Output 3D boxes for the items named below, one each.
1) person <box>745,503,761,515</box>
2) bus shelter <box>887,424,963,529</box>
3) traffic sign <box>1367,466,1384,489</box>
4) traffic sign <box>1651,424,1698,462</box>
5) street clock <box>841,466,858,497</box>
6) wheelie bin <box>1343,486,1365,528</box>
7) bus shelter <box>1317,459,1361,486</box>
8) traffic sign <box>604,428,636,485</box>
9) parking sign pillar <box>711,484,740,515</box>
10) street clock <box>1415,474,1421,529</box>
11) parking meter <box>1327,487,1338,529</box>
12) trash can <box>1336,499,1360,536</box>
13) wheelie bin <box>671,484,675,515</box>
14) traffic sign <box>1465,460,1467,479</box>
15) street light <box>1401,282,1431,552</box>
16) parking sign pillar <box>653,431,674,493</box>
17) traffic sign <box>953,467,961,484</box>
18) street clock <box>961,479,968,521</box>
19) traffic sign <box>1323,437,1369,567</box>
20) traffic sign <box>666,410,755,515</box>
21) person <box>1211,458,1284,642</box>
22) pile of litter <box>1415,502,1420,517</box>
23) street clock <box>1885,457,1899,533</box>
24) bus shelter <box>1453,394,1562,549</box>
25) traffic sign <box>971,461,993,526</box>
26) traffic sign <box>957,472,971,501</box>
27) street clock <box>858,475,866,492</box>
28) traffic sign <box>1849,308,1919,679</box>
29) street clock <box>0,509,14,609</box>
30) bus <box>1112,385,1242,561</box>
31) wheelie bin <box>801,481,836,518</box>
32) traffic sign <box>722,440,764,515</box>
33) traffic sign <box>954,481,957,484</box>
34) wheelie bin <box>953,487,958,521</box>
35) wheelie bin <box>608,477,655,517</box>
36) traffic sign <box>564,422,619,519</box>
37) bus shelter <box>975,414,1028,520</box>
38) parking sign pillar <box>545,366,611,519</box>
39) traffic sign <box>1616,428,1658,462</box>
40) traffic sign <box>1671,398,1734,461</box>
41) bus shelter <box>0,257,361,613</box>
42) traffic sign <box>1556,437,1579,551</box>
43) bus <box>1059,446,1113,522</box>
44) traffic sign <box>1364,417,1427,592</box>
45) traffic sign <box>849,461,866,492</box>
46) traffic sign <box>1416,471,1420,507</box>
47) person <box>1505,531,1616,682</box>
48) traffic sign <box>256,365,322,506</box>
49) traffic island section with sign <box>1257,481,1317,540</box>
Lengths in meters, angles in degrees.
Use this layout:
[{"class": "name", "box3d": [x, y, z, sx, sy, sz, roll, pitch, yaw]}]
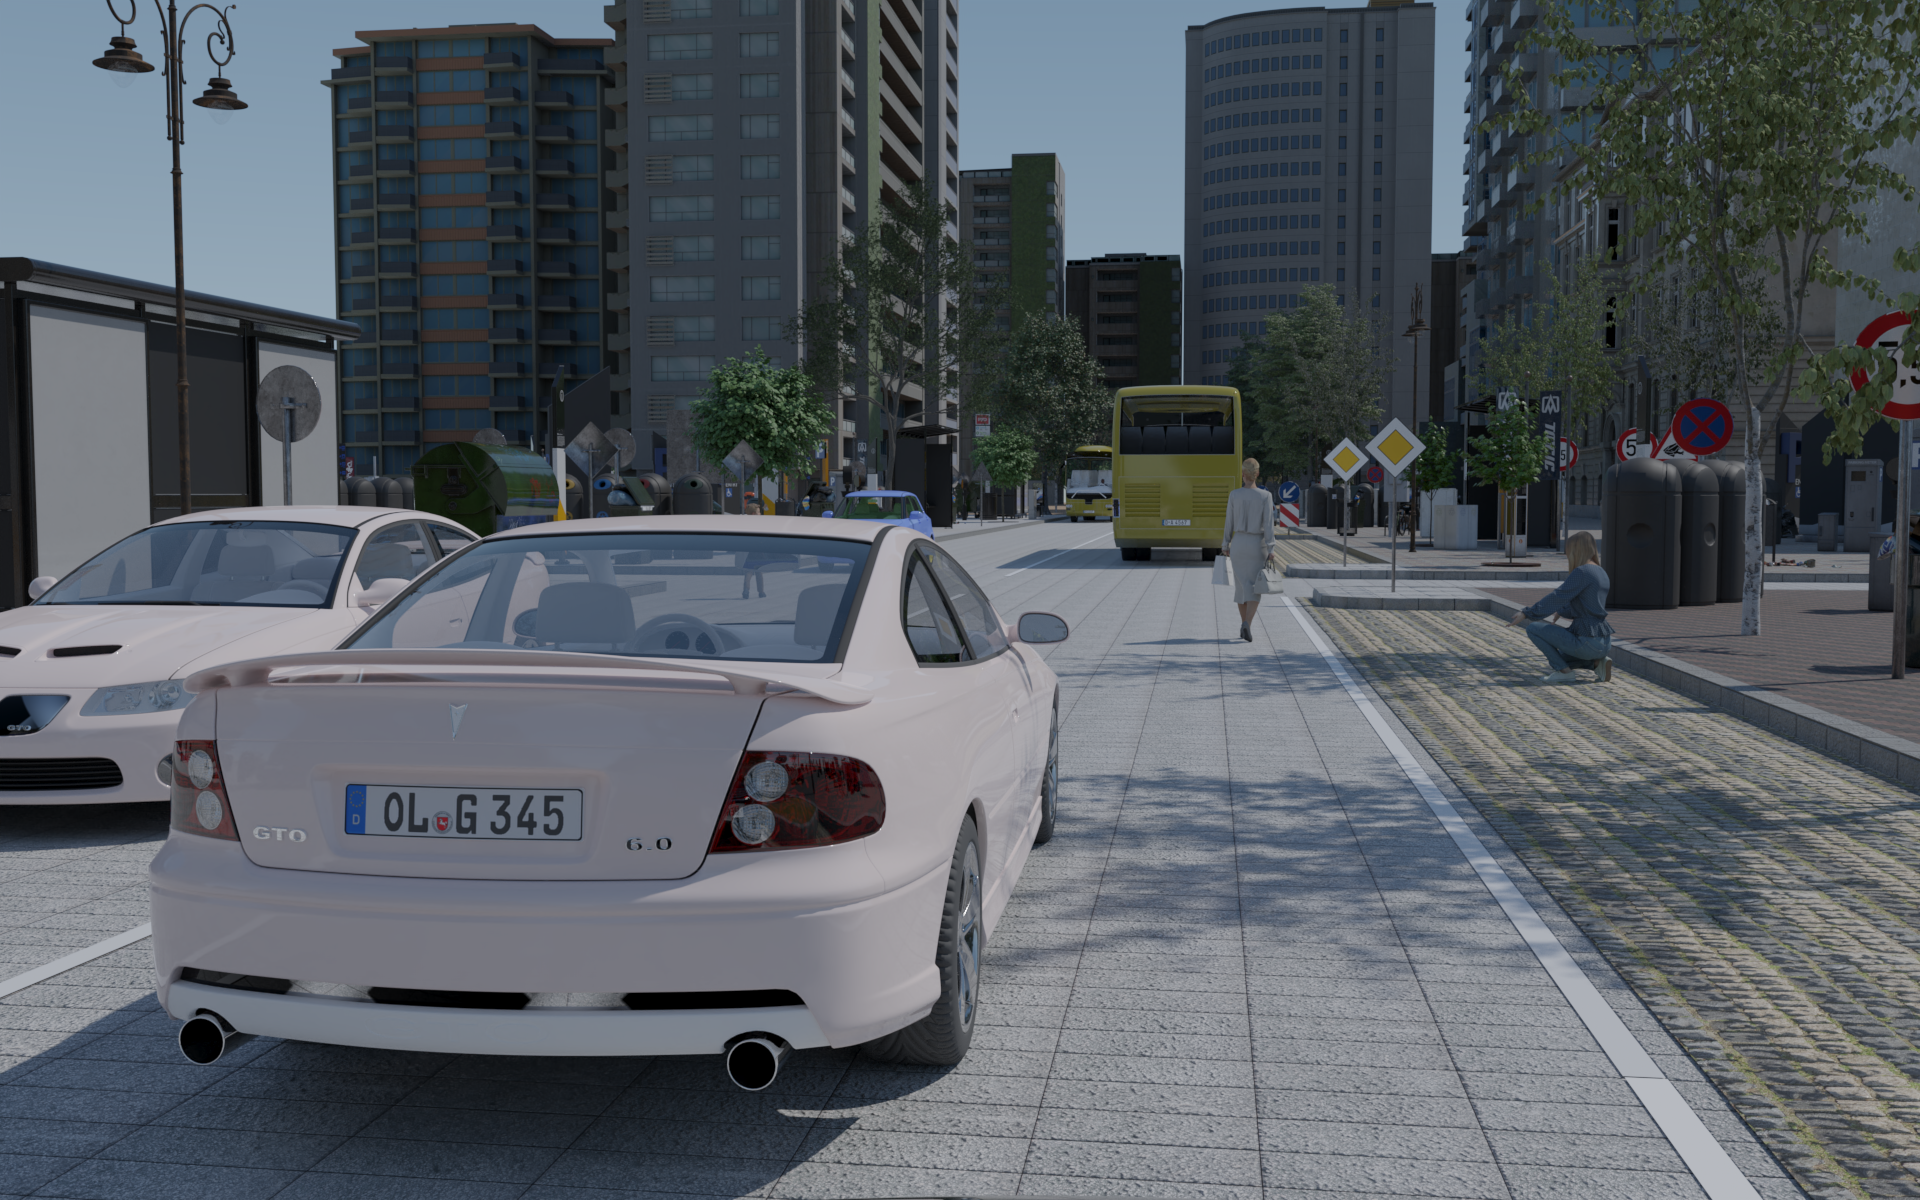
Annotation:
[{"class": "person", "box3d": [-2.854, -0.670, 23.733, 0.475, 1.303, 0.640, 1, 4, 9]}, {"class": "bus shelter", "box3d": [-1.198, -4.277, 61.217, 1.731, 3.624, 6.357, 1, 4, 8]}, {"class": "traffic sign", "box3d": [19.117, -4.873, 79.771, 0.768, 2.556, 0.104, 1, 4, 13]}, {"class": "traffic sign", "box3d": [12.185, -1.808, 29.560, 0.884, 2.594, 0.081, 1, 4, 8]}, {"class": "street clock", "box3d": [-2.880, -2.433, 44.342, 0.358, 2.002, 0.471, 0, 4, -6]}, {"class": "wheelie bin", "box3d": [14.968, -3.535, 65.709, 0.693, 1.594, 0.980, -1, 4, -21]}, {"class": "bus shelter", "box3d": [18.188, -5.443, 82.918, 2.014, 3.302, 5.546, 1, 4, 8]}, {"class": "traffic sign", "box3d": [-6.612, -2.036, 33.401, 0.768, 2.556, 0.104, 1, 4, 14]}, {"class": "parking sign pillar", "box3d": [-9.245, -4.872, 68.133, 1.447, 3.967, 1.447, 2, 4, 35]}, {"class": "street clock", "box3d": [16.503, -3.548, 62.573, 0.358, 2.002, 0.471, 1, 4, 13]}, {"class": "parking meter", "box3d": [13.578, -3.350, 63.183, 0.372, 1.533, 0.369, 0, 3, 0]}, {"class": "trash can", "box3d": [11.818, -2.519, 52.837, 0.748, 1.137, 0.748, 0, 3, 0]}, {"class": "wheelie bin", "box3d": [-8.485, -2.764, 53.105, 0.980, 1.594, 0.693, 2, 4, 25]}, {"class": "traffic sign", "box3d": [15.101, -2.978, 50.824, 0.606, 2.300, 0.079, 1, 4, 15]}, {"class": "street light", "box3d": [9.973, -3.988, 37.987, 0.468, 5.910, 1.993, 0, 4, 8]}, {"class": "parking sign pillar", "box3d": [-12.338, -5.193, 73.379, 1.447, 3.967, 1.447, -1, 4, -13]}, {"class": "traffic sign", "box3d": [-0.329, -4.167, 69.318, 0.795, 2.450, 0.064, 1, 4, 17]}, {"class": "street clock", "box3d": [0.218, -4.852, 83.907, 0.358, 2.002, 0.471, -1, 4, -14]}, {"class": "traffic sign", "box3d": [6.776, -1.640, 30.451, 0.795, 2.450, 0.064, 0, 4, 8]}, {"class": "traffic sign", "box3d": [-6.000, -2.920, 41.619, 2.265, 3.308, 0.079, 1, 4, 15]}, {"class": "person", "box3d": [2.785, -0.494, 16.924, 0.694, 1.780, 0.624, 3, 4, 38]}, {"class": "pile of litter", "box3d": [25.733, -5.148, 98.138, 1.176, 0.858, 1.719, -2, 4, -28]}, {"class": "street clock", "box3d": [18.207, -1.775, 33.592, 0.471, 2.002, 0.358, 3, 5, 45]}, {"class": "bus shelter", "box3d": [13.773, -3.213, 43.818, 1.731, 3.624, 6.357, 1, 4, 8]}, {"class": "traffic sign", "box3d": [0.857, -4.203, 68.719, 0.884, 2.594, 0.081, 1, 4, 14]}, {"class": "traffic sign", "box3d": [0.190, -5.457, 90.405, 0.795, 2.450, 0.064, 1, 4, 12]}, {"class": "street clock", "box3d": [-3.742, -3.665, 64.494, 0.358, 2.002, 0.471, -3, 5, -41]}, {"class": "traffic sign", "box3d": [6.520, -0.725, 11.960, 0.768, 2.556, 0.104, 1, 4, 18]}, {"class": "street clock", "box3d": [-10.684, -0.897, 19.243, 0.471, 2.002, 0.358, 2, 4, 27]}, {"class": "bus", "box3d": [5.009, -2.956, 39.882, 2.896, 3.916, 12.252, 0, 4, 7]}, {"class": "wheelie bin", "box3d": [-3.527, -2.181, 43.565, 0.693, 1.594, 0.980, 2, 4, 32]}, {"class": "traffic sign", "box3d": [-4.007, -1.734, 31.998, 0.795, 2.450, 0.064, 0, 4, 8]}, {"class": "traffic sign", "box3d": [-0.484, -5.755, 94.202, 0.768, 2.556, 0.104, 1, 4, 9]}, {"class": "wheelie bin", "box3d": [-0.536, -4.451, 80.678, 0.980, 1.594, 0.693, 2, 4, 34]}, {"class": "wheelie bin", "box3d": [-6.040, -1.457, 31.736, 0.693, 1.594, 0.980, 1, 4, 14]}, {"class": "traffic sign", "box3d": [-5.131, -1.251, 24.093, 0.795, 2.450, 0.064, 0, 4, 8]}, {"class": "bus shelter", "box3d": [2.213, -6.821, 89.163, 2.179, 5.291, 8.768, 0, 4, 8]}, {"class": "parking sign pillar", "box3d": [-8.014, -2.929, 36.369, 1.447, 3.967, 1.447, -2, 4, -26]}, {"class": "traffic sign", "box3d": [12.964, -2.026, 33.231, 0.768, 2.556, 0.104, 1, 4, 11]}, {"class": "traffic sign", "box3d": [9.826, -1.399, 22.986, 0.768, 2.556, 0.104, 1, 4, 17]}, {"class": "bus shelter", "box3d": [-8.987, -2.404, 16.939, 2.179, 5.291, 8.768, 1, 4, 8]}, {"class": "traffic sign", "box3d": [13.402, -2.362, 38.726, 0.768, 2.556, 0.104, 1, 4, 11]}, {"class": "bus", "box3d": [7.392, -6.106, 91.377, 2.896, 3.916, 12.252, 1, 4, 10]}, {"class": "traffic sign", "box3d": [5.652, -1.156, 22.545, 0.795, 2.450, 0.064, 0, 4, 8]}, {"class": "traffic sign", "box3d": [-3.983, -4.062, 66.519, 0.768, 2.556, 0.104, 1, 4, 16]}, {"class": "traffic sign", "box3d": [18.334, -4.234, 69.227, 0.884, 2.594, 0.081, 1, 4, 9]}, {"class": "person", "box3d": [4.561, 0.050, 13.181, 1.012, 1.151, 0.738, -3, 4, -39]}, {"class": "traffic sign", "box3d": [-6.646, -1.041, 17.125, 0.768, 2.556, 0.104, 1, 4, 18]}, {"class": "traffic island section with sign", "box3d": [10.288, -2.829, 54.876, 1.989, 1.847, 2.006, 0, 4, 8]}]
